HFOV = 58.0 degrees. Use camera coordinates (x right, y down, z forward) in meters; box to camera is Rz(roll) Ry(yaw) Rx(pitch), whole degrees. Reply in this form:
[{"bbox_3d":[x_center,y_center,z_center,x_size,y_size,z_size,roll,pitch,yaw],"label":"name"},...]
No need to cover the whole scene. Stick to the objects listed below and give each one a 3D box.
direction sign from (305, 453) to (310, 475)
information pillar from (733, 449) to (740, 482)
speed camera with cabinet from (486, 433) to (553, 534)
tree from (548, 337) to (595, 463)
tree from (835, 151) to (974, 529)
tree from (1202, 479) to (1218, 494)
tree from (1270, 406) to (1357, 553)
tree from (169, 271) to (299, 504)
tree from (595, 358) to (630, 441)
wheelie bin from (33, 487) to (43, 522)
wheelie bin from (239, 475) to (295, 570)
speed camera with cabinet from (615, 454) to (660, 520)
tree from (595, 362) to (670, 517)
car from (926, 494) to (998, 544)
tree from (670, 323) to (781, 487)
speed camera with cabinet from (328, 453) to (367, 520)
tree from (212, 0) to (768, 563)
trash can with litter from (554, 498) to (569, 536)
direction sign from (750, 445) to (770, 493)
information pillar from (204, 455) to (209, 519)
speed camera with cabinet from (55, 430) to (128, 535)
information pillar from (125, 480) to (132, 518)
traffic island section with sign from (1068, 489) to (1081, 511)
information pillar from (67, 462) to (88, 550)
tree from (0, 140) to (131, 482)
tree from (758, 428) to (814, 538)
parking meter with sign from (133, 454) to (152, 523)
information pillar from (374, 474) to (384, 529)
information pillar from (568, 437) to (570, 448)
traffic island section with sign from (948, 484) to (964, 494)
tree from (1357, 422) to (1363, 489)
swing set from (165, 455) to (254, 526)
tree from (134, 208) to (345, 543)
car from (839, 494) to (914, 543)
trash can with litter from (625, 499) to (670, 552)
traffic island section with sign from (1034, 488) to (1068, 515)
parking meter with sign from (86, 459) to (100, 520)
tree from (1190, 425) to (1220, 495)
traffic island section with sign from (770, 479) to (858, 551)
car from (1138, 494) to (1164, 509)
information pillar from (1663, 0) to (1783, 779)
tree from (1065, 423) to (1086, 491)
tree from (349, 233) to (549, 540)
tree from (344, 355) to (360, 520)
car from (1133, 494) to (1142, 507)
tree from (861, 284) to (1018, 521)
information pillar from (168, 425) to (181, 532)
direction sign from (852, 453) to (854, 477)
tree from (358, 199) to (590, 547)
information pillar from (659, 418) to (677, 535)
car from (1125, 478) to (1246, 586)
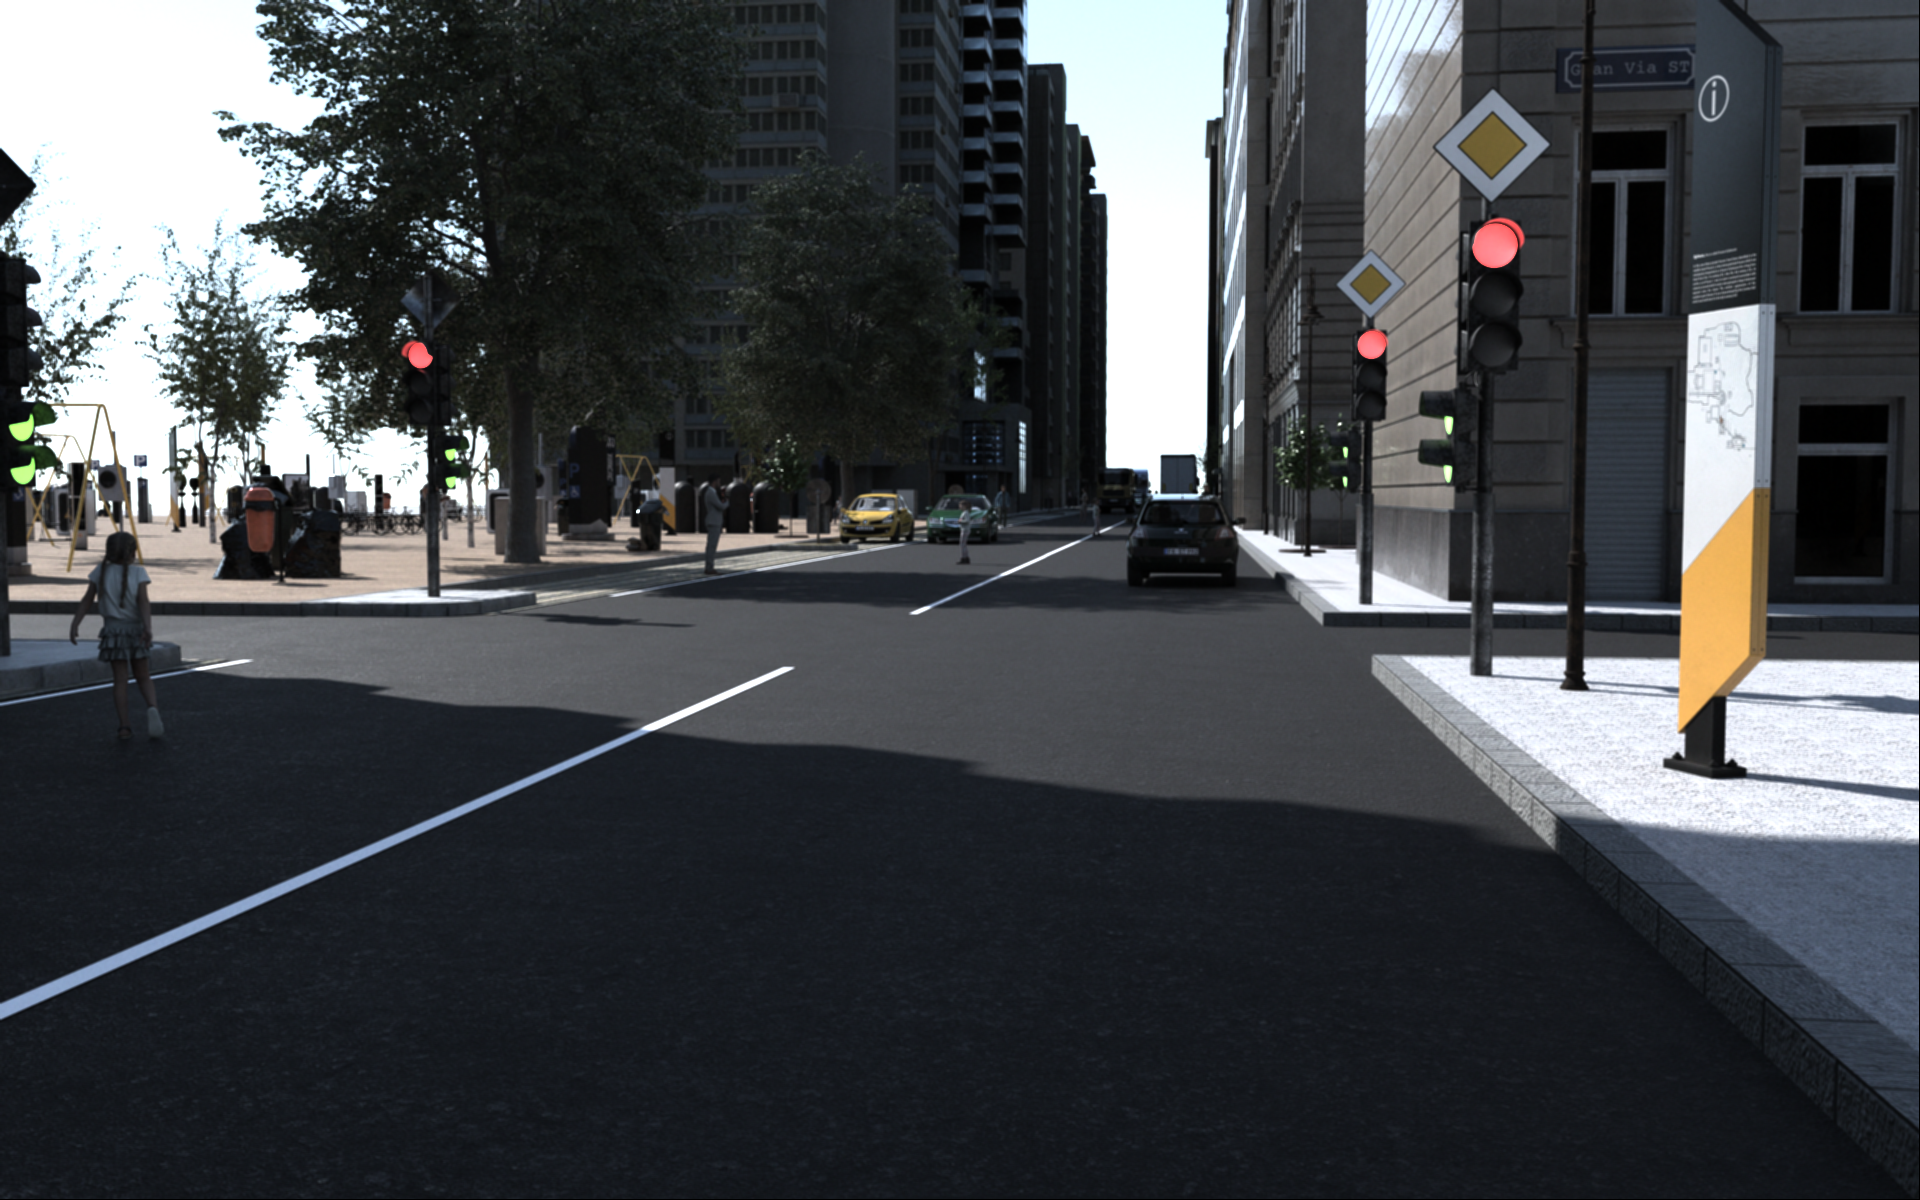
[{"bbox_3d":[-36.339,-6.397,96.590,0.379,3.537,0.876,0,4,-7],"label":"direction sign"},{"bbox_3d":[-11.352,-5.926,88.241,0.183,3.616,0.504,2,4,28],"label":"information pillar"},{"bbox_3d":[-14.265,-3.773,56.026,2.038,3.252,0.660,0,4,8],"label":"speed camera with cabinet"},{"bbox_3d":[-15.515,-6.659,59.230,4.360,8.622,3.978,0,3,0],"label":"tree"},{"bbox_3d":[-4.182,-9.567,63.077,9.857,13.997,8.962,0,3,0],"label":"tree"},{"bbox_3d":[27.857,-12.094,192.339,1.663,3.219,1.824,0,3,0],"label":"tree"},{"bbox_3d":[7.682,-2.662,38.120,1.663,3.219,1.824,0,3,0],"label":"tree"},{"bbox_3d":[-23.734,-6.510,56.799,4.360,8.622,3.978,0,3,0],"label":"tree"},{"bbox_3d":[-16.983,-7.907,79.638,4.360,8.622,3.978,0,3,0],"label":"tree"},{"bbox_3d":[-43.182,-4.469,80.977,0.693,1.594,0.980,-2,4,-26],"label":"wheelie bin"},{"bbox_3d":[-11.737,-1.313,29.378,0.980,1.594,0.693,2,4,29],"label":"wheelie bin"},{"bbox_3d":[-16.143,-5.617,86.170,2.038,3.252,0.660,1,4,16],"label":"speed camera with cabinet"},{"bbox_3d":[-18.277,-8.836,94.836,4.737,8.622,4.395,0,3,0],"label":"tree"},{"bbox_3d":[0.109,-2.428,51.491,2.131,1.459,4.920,0,4,5],"label":"car"},{"bbox_3d":[-9.279,-7.650,75.447,4.737,8.622,4.395,0,3,0],"label":"tree"},{"bbox_3d":[-29.566,-5.457,83.565,2.038,3.252,0.660,2,4,29],"label":"speed camera with cabinet"},{"bbox_3d":[-8.330,-7.672,32.088,9.857,13.997,8.962,0,3,0],"label":"tree"},{"bbox_3d":[-12.139,-2.540,52.923,0.624,1.170,1.055,-1,4,-21],"label":"trash can with litter"},{"bbox_3d":[-9.169,-5.409,80.437,0.379,3.537,0.876,3,5,42],"label":"direction sign"},{"bbox_3d":[-39.109,-6.006,89.554,0.504,3.616,0.183,-2,4,-26],"label":"information pillar"},{"bbox_3d":[-26.983,-3.636,53.777,2.038,3.252,0.660,0,4,3],"label":"speed camera with cabinet"},{"bbox_3d":[-44.502,-5.392,92.652,0.304,2.012,0.304,-1,4,-12],"label":"information pillar"},{"bbox_3d":[9.678,-8.398,145.929,1.989,1.847,2.006,0,4,7],"label":"traffic island section with sign"},{"bbox_3d":[-20.217,-2.152,39.684,0.304,2.012,0.304,-3,5,-40],"label":"information pillar"},{"bbox_3d":[-19.355,-5.224,35.775,4.360,8.622,3.978,0,3,0],"label":"tree"},{"bbox_3d":[-5.127,-3.456,51.101,1.663,3.219,1.824,0,3,0],"label":"tree"},{"bbox_3d":[-36.279,-4.938,77.002,0.543,3.016,1.738,-1,4,-18],"label":"parking meter with sign"},{"bbox_3d":[-21.283,-3.606,63.446,0.304,2.012,0.304,-1,4,-22],"label":"information pillar"},{"bbox_3d":[-15.721,-4.847,70.596,0.504,3.616,0.183,0,4,6],"label":"information pillar"},{"bbox_3d":[-0.164,-3.803,70.801,1.989,1.847,2.006,0,4,7],"label":"traffic island section with sign"},{"bbox_3d":[9.006,-2.832,40.904,1.663,3.219,1.824,0,3,0],"label":"tree"},{"bbox_3d":[-30.454,-4.506,71.290,2.862,2.851,3.119,1,4,16],"label":"swing set"},{"bbox_3d":[-19.579,-5.813,45.401,4.737,8.622,4.395,0,3,0],"label":"tree"},{"bbox_3d":[-2.456,-2.527,51.547,2.015,1.641,3.980,0,4,8],"label":"car"},{"bbox_3d":[-7.046,-1.687,38.969,0.624,1.170,1.055,1,4,21],"label":"trash can with litter"},{"bbox_3d":[6.180,-6.763,119.201,1.989,1.847,2.006,0,4,7],"label":"traffic island section with sign"},{"bbox_3d":[-44.095,-5.575,87.405,1.738,3.016,0.543,2,4,34],"label":"parking meter with sign"},{"bbox_3d":[26.223,-14.022,179.623,4.737,8.622,4.395,0,3,0],"label":"tree"},{"bbox_3d":[-3.658,-2.168,44.073,1.989,1.847,2.006,0,4,7],"label":"traffic island section with sign"},{"bbox_3d":[11.751,-5.634,103.910,2.131,1.459,4.920,0,4,7],"label":"car"},{"bbox_3d":[3.451,-1.005,7.794,0.183,3.616,0.504,-1,4,-15],"label":"information pillar"},{"bbox_3d":[10.147,-13.591,172.568,4.360,8.622,3.978,0,3,0],"label":"tree"},{"bbox_3d":[-14.500,-5.973,48.020,4.360,8.622,3.978,0,3,0],"label":"tree"},{"bbox_3d":[-27.853,-7.819,78.202,4.737,8.622,4.395,0,3,0],"label":"tree"},{"bbox_3d":[17.360,-9.553,167.991,2.131,1.459,4.920,0,4,7],"label":"car"},{"bbox_3d":[-1.231,-9.630,83.199,9.928,11.665,9.643,0,3,0],"label":"tree"},{"bbox_3d":[-26.620,-4.115,58.640,0.504,3.616,0.183,3,5,40],"label":"information pillar"},{"bbox_3d":[-4.907,-5.328,79.108,0.379,3.537,0.876,0,4,-8],"label":"direction sign"},{"bbox_3d":[-11.629,-5.558,41.242,4.737,8.622,4.395,0,3,0],"label":"tree"},{"bbox_3d":[-9.055,-3.810,53.650,0.504,3.616,0.183,0,4,6],"label":"information pillar"},{"bbox_3d":[3.677,-1.136,28.366,2.009,1.686,4.222,1,4,9],"label":"car"}]
